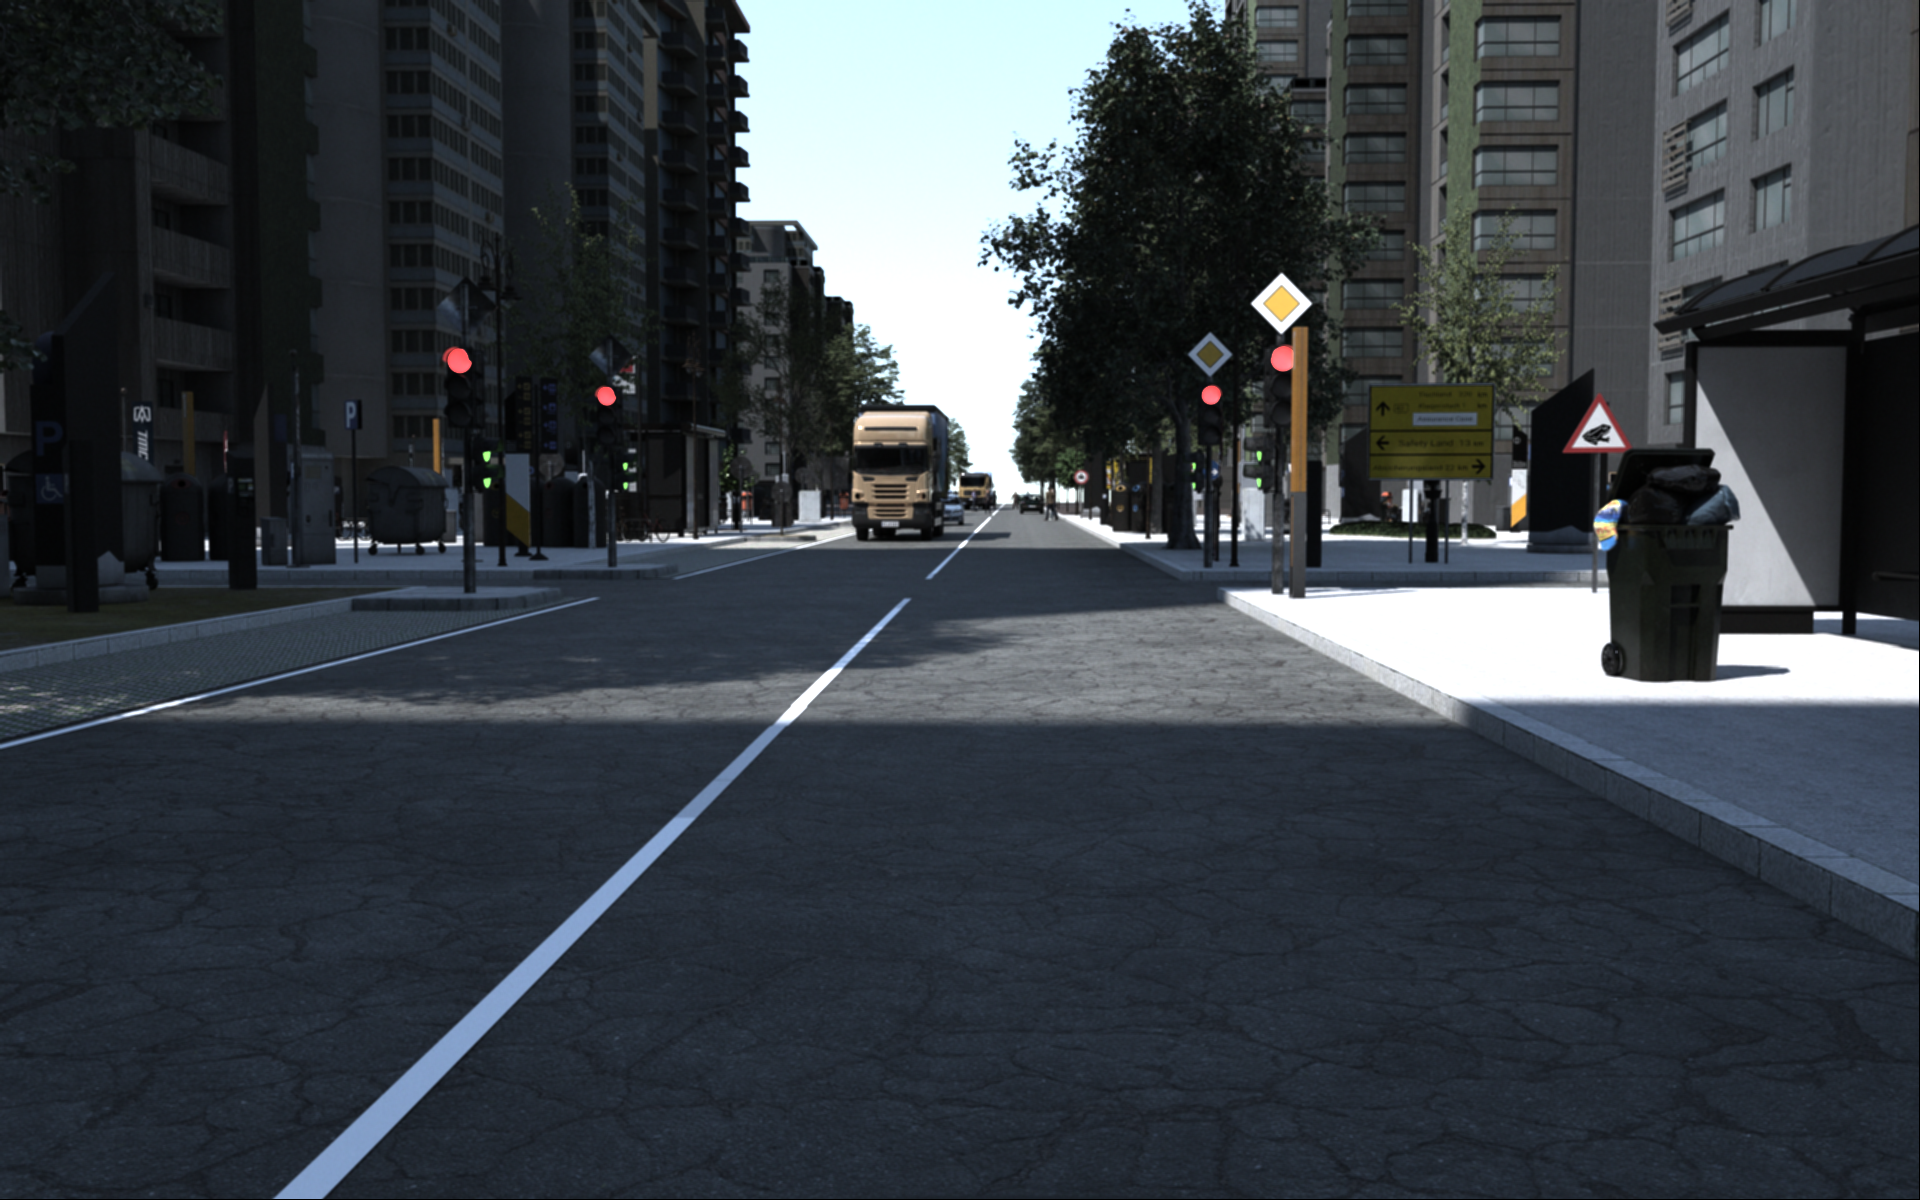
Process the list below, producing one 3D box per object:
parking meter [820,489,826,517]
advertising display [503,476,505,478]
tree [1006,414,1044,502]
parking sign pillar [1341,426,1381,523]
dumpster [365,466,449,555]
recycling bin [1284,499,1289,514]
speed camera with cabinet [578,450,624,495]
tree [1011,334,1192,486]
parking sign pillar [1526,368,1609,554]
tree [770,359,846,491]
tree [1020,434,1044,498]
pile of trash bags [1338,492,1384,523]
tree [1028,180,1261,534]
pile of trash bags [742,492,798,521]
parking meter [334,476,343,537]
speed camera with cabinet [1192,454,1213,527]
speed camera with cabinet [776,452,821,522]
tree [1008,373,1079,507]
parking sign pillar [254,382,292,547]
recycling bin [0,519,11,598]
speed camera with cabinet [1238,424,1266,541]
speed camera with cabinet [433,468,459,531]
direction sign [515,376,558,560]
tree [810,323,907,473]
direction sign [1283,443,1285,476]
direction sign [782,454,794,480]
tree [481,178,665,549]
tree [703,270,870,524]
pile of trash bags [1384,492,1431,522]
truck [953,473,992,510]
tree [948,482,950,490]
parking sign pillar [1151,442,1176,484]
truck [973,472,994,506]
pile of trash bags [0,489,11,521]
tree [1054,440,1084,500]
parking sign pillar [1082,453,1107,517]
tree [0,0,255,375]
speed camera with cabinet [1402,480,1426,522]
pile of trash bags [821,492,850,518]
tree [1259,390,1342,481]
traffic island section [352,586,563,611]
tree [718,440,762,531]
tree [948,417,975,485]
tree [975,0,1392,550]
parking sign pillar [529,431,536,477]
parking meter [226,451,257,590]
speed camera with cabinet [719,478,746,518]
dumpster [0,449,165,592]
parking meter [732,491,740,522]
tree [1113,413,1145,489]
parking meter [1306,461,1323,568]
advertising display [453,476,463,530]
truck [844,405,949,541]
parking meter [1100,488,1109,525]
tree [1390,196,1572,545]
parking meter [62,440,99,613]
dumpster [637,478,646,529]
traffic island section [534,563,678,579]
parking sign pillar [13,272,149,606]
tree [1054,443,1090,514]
[{"bbox_3d":[-7.647,-5.567,96.730,0.255,1.863,0.399,-2,4,-31],"label":"parking meter"},{"bbox_3d":[-16.662,-3.501,62.461,0.123,1.923,0.974,-3,5,-42],"label":"advertising display"},{"bbox_3d":[11.309,-20.020,237.689,12.009,13.543,11.850,0,3,0],"label":"tree"},{"bbox_3d":[14.024,-4.409,60.562,1.447,3.967,1.447,0,4,-6],"label":"parking sign pillar"},{"bbox_3d":[-11.780,-1.904,36.886,1.264,1.857,1.865,0,4,2],"label":"dumpster"},{"bbox_3d":[14.861,-4.178,80.864,0.722,1.027,0.722,-3,5,-44],"label":"recycling bin"},{"bbox_3d":[-16.244,-5.130,78.216,2.038,3.252,0.660,1,4,13],"label":"speed camera with cabinet"},{"bbox_3d":[6.833,-8.571,74.541,7.601,10.594,8.767,2,4,23],"label":"tree"},{"bbox_3d":[13.136,-3.013,37.734,1.447,3.967,1.447,3,4,36],"label":"parking sign pillar"},{"bbox_3d":[-7.645,-8.546,90.086,4.360,8.622,3.978,0,3,0],"label":"tree"},{"bbox_3d":[12.005,-19.956,252.040,9.928,11.665,9.643,0,3,0],"label":"tree"},{"bbox_3d":[18.676,-4.207,78.534,1.912,1.369,3.447,3,5,40],"label":"pile of trash bags"},{"bbox_3d":[6.013,-8.396,55.396,7.486,12.596,7.792,0,3,0],"label":"tree"},{"bbox_3d":[-9.189,-4.580,84.641,3.447,1.369,1.912,-3,4,-38],"label":"pile of trash bags"},{"bbox_3d":[-18.456,-2.782,51.202,0.399,1.863,0.255,-2,4,-32],"label":"parking meter"},{"bbox_3d":[9.004,-4.462,67.293,0.660,3.252,2.038,-2,4,-28],"label":"speed camera with cabinet"},{"bbox_3d":[-7.570,-5.304,81.054,2.038,3.252,0.660,-1,4,-17],"label":"speed camera with cabinet"},{"bbox_3d":[9.306,-16.286,172.925,9.857,13.997,8.962,0,3,0],"label":"tree"},{"bbox_3d":[-16.867,-3.296,42.365,1.447,3.967,1.447,-3,4,-36],"label":"parking sign pillar"},{"bbox_3d":[-12.184,-0.530,21.224,0.722,1.027,0.722,0,4,-1],"label":"recycling bin"},{"bbox_3d":[8.179,-3.311,48.474,0.660,3.252,2.038,0,4,4],"label":"speed camera with cabinet"},{"bbox_3d":[-17.887,-4.035,60.310,0.660,3.252,2.038,-2,4,-24],"label":"speed camera with cabinet"},{"bbox_3d":[-8.203,-2.546,33.618,0.876,3.537,0.379,-3,5,-42],"label":"direction sign"},{"bbox_3d":[-6.974,-12.055,115.223,7.486,12.596,7.792,0,3,0],"label":"tree"},{"bbox_3d":[14.234,-5.170,76.533,0.379,3.537,0.876,1,4,22],"label":"direction sign"},{"bbox_3d":[-9.801,-6.512,98.473,0.876,3.537,0.379,2,4,25],"label":"direction sign"},{"bbox_3d":[-8.722,-5.498,40.248,4.737,8.622,4.395,0,3,0],"label":"tree"},{"bbox_3d":[-7.436,-8.498,73.359,8.767,10.594,7.601,2,4,33],"label":"tree"},{"bbox_3d":[18.192,-3.607,68.732,1.912,1.369,3.447,2,4,23],"label":"pile of trash bags"},{"bbox_3d":[1.334,-9.935,158.360,3.469,3.379,9.791,0,4,3],"label":"truck"},{"bbox_3d":[-2.106,-14.884,237.949,1.663,3.219,1.824,0,3,0],"label":"tree"},{"bbox_3d":[10.149,-5.944,85.661,1.447,3.967,1.447,-1,4,-12],"label":"parking sign pillar"},{"bbox_3d":[2.969,-13.613,212.329,2.967,4.110,18.799,0,4,3],"label":"truck"},{"bbox_3d":[-19.185,-1.455,33.550,3.447,1.369,1.912,2,4,27],"label":"pile of trash bags"},{"bbox_3d":[9.123,-11.066,131.290,4.360,8.622,3.978,0,3,0],"label":"tree"},{"bbox_3d":[7.452,-6.545,95.486,1.447,3.967,1.447,3,5,41],"label":"parking sign pillar"},{"bbox_3d":[-9.573,-6.436,11.887,9.857,13.997,8.962,0,3,0],"label":"tree"},{"bbox_3d":[16.706,-4.238,63.631,0.660,3.252,2.038,1,4,23],"label":"speed camera with cabinet"},{"bbox_3d":[-7.563,-5.041,92.179,3.447,1.369,1.912,0,4,2],"label":"pile of trash bags"},{"bbox_3d":[17.002,-8.372,87.245,4.360,8.622,3.978,0,3,0],"label":"tree"},{"bbox_3d":[-6.393,-0.015,22.534,2.009,0.180,2.903,0,4,2],"label":"traffic island section"},{"bbox_3d":[-8.047,-4.039,60.634,1.663,3.219,1.824,0,3,0],"label":"tree"},{"bbox_3d":[-1.436,-20.575,254.533,7.486,12.596,7.792,0,3,0],"label":"tree"},{"bbox_3d":[5.186,-7.532,40.163,9.611,12.733,9.660,0,3,0],"label":"tree"},{"bbox_3d":[-13.319,-3.920,52.559,1.447,3.967,1.447,-2,4,-35],"label":"parking sign pillar"},{"bbox_3d":[-9.665,-1.076,23.297,0.255,1.863,0.399,-3,5,-44],"label":"parking meter"},{"bbox_3d":[-12.478,-5.983,92.163,2.038,3.252,0.660,-1,4,-19],"label":"speed camera with cabinet"},{"bbox_3d":[-11.366,-1.024,22.496,1.264,1.857,1.865,0,4,2],"label":"dumpster"},{"bbox_3d":[-10.173,-4.309,78.869,0.372,1.533,0.369,0,3,0],"label":"parking meter"},{"bbox_3d":[7.551,-8.053,82.032,4.737,8.622,4.395,0,3,0],"label":"tree"},{"bbox_3d":[6.216,-1.509,30.386,0.255,1.863,0.399,1,4,13],"label":"parking meter"},{"bbox_3d":[-17.590,-3.456,61.724,0.974,1.923,0.123,0,4,1],"label":"advertising display"},{"bbox_3d":[-1.874,-4.142,56.639,2.839,4.237,11.283,0,4,2],"label":"truck"},{"bbox_3d":[6.038,-3.904,72.249,0.372,1.533,0.369,0,3,0],"label":"parking meter"},{"bbox_3d":[13.059,-5.711,43.735,4.737,8.622,4.395,0,3,0],"label":"tree"},{"bbox_3d":[-9.597,-0.806,18.897,0.255,1.863,0.399,-3,5,-39],"label":"parking meter"},{"bbox_3d":[-10.968,-3.445,62.092,1.264,1.857,1.865,0,4,2],"label":"dumpster"},{"bbox_3d":[-6.143,-0.504,30.515,2.009,0.180,2.903,0,4,2],"label":"traffic island section"},{"bbox_3d":[-10.452,-1.959,20.503,1.447,3.967,1.447,0,4,0],"label":"parking sign pillar"},{"bbox_3d":[7.553,-7.806,111.349,4.285,4.588,4.351,0,3,0],"label":"tree"}]
